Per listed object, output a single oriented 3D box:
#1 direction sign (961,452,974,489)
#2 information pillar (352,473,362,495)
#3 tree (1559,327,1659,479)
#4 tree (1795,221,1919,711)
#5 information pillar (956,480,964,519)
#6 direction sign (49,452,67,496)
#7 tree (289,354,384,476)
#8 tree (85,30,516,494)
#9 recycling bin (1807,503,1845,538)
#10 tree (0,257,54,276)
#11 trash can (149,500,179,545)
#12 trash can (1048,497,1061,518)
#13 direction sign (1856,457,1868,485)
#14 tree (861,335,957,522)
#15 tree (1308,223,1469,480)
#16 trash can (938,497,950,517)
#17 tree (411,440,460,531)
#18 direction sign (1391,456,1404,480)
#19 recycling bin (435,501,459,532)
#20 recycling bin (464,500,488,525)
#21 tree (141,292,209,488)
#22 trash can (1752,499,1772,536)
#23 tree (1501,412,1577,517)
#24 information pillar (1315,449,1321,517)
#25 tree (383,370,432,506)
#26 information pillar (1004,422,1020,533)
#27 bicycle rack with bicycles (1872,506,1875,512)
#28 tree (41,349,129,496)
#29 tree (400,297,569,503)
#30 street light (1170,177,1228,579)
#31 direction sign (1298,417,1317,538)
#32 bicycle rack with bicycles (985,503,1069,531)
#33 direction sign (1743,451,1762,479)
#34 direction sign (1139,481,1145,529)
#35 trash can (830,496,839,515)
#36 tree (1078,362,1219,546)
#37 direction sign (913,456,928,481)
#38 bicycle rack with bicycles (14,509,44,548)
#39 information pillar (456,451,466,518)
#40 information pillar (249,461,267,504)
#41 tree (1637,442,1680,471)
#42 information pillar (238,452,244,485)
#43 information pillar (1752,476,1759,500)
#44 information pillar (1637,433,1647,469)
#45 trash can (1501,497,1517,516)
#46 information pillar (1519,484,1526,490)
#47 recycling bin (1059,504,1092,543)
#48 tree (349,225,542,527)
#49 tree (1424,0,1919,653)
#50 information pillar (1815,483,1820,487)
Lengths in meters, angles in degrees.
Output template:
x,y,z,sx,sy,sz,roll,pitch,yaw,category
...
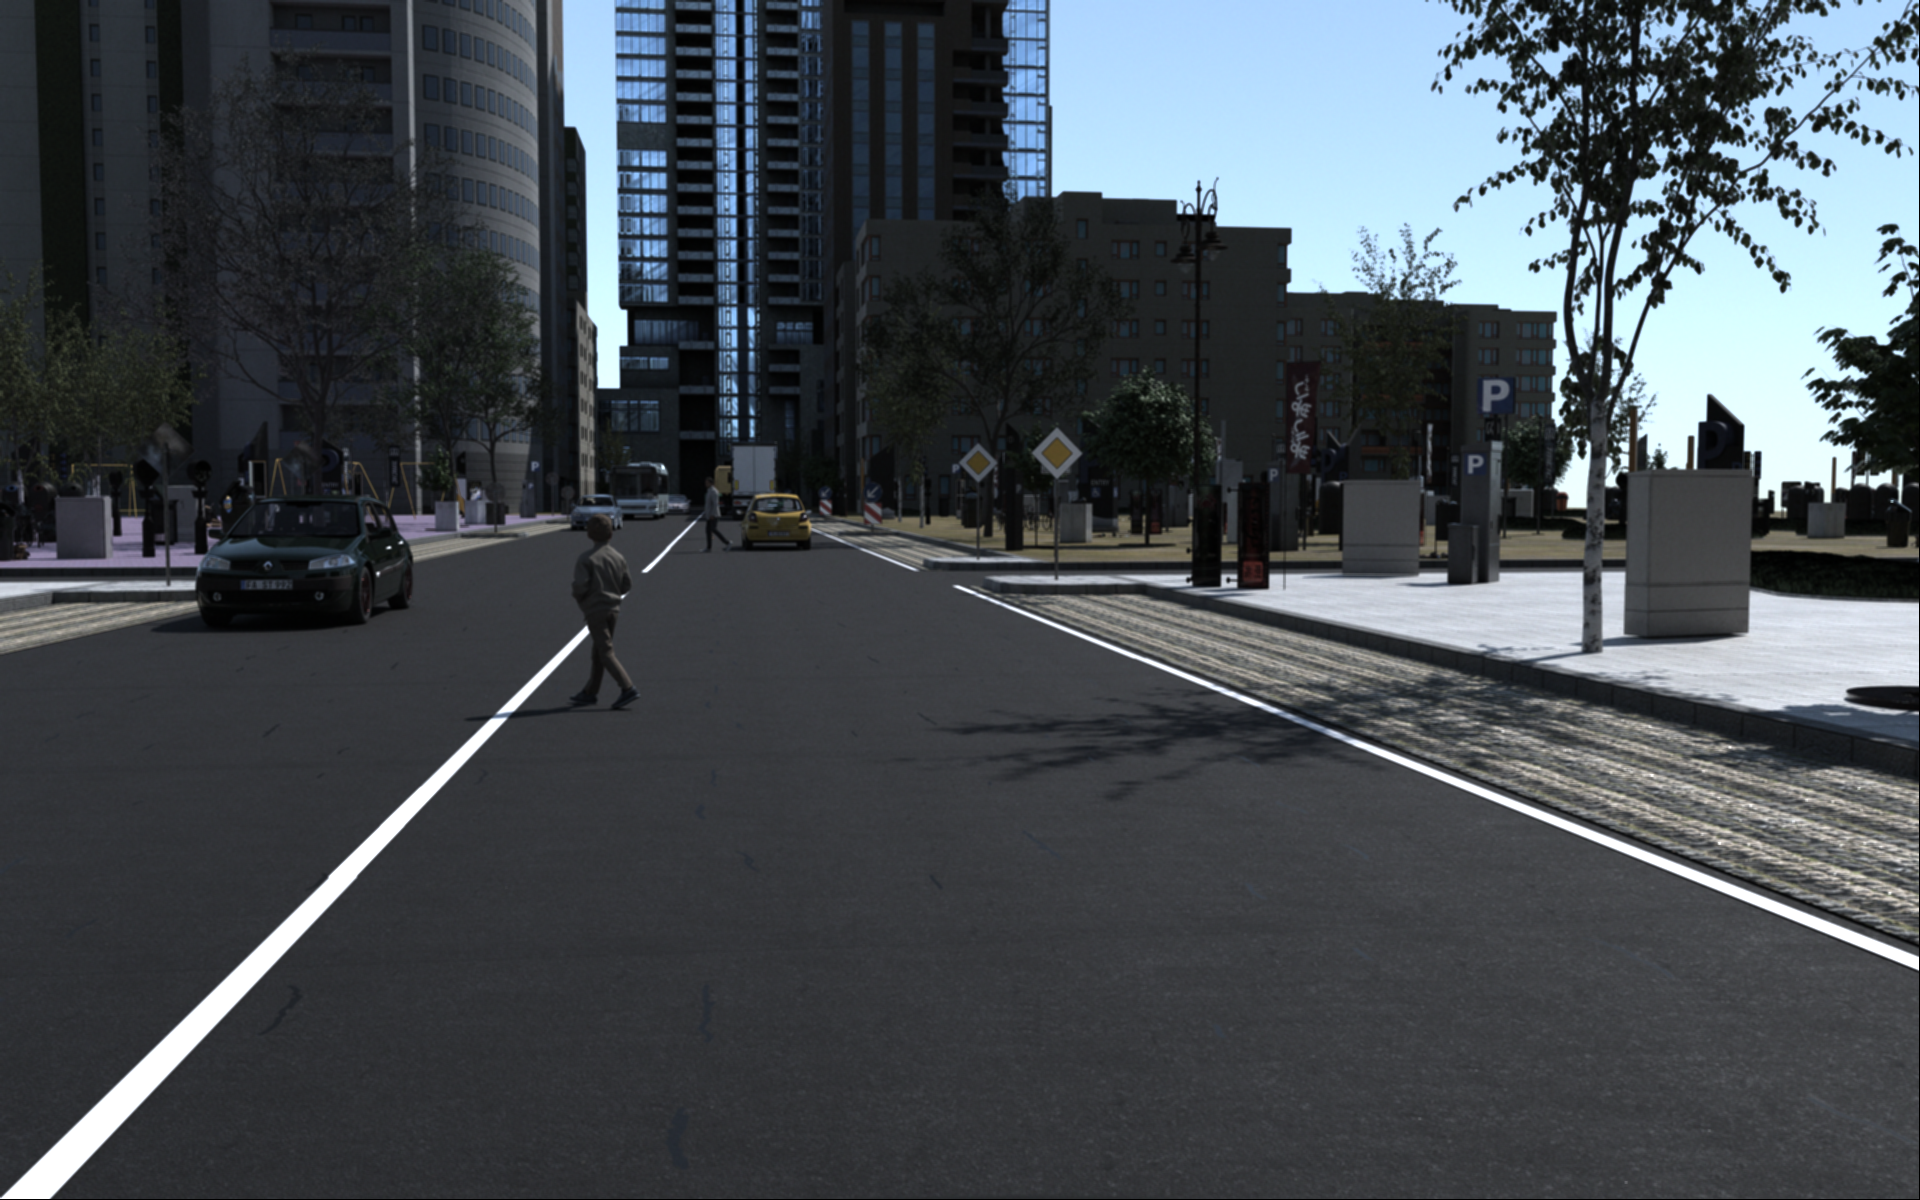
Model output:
x,y,z,sx,sy,sz,roll,pitch,yaw,category
0.408,-6.164,92.779,0.876,3.537,0.379,-3,5,-41,direction sign
-20.702,-3.365,59.517,0.304,2.012,0.304,-2,4,-24,information pillar
28.212,-7.682,75.962,4.737,8.622,4.395,0,3,0,tree
6.024,-0.982,10.654,1.663,3.219,1.824,0,3,0,tree
0.020,-5.140,88.529,0.304,2.012,0.304,2,4,32,information pillar
-48.082,-6.139,92.375,0.876,3.537,0.379,-1,4,-11,direction sign
-33.215,-8.568,90.449,4.360,8.622,3.978,0,3,0,tree
-17.175,-8.297,46.020,12.009,13.543,11.850,0,3,0,tree
25.269,-2.322,50.522,0.722,1.027,0.722,-1,4,-14,recycling bin
-28.840,-6.306,53.471,4.737,8.622,4.395,0,3,0,tree
-19.977,-1.946,43.463,0.748,1.137,0.748,0,3,0,trash can
5.002,-4.896,91.704,0.748,1.137,0.748,0,3,0,trash can
38.304,-4.962,73.124,0.876,3.537,0.379,3,4,38,direction sign
-2.559,-7.903,79.570,4.360,8.622,3.978,0,3,0,tree
11.602,-5.870,46.339,4.737,8.622,4.395,0,3,0,tree
-0.894,-5.261,97.667,0.748,1.137,0.748,0,3,0,trash can
-18.342,-4.080,61.306,1.663,3.219,1.824,0,3,0,tree
25.792,-6.738,102.158,0.379,3.537,0.876,-3,4,-37,direction sign
-17.619,-2.872,59.516,0.722,1.027,0.722,-1,4,-9,recycling bin
-20.345,-3.689,72.875,0.722,1.027,0.722,2,4,28,recycling bin
-29.179,-6.840,62.192,4.737,8.622,4.395,0,3,0,tree
24.636,-2.554,53.407,0.748,1.137,0.748,0,3,0,trash can
23.152,-5.268,69.840,4.285,4.588,4.351,0,3,0,tree
18.224,-5.886,87.588,0.504,3.616,0.183,1,4,20,information pillar
-32.309,-9.027,97.953,4.360,8.622,3.978,0,3,0,tree
1.713,-3.989,56.575,0.504,3.616,0.183,-1,4,-20,information pillar
50.327,-5.113,96.977,2.852,0.926,2.925,-1,4,-15,bicycle rack with bicycles
-43.548,-8.339,86.705,4.360,8.622,3.978,0,3,0,tree
-20.580,-8.634,75.573,7.601,10.594,8.767,0,4,-4,tree
3.517,-3.235,25.677,0.468,5.910,1.993,0,4,-8,street light
10.063,-3.610,51.014,0.876,3.537,0.379,1,4,20,direction sign
2.118,-2.922,61.153,2.852,0.926,2.925,-1,4,-20,bicycle rack with bicycles
41.788,-6.080,91.403,0.876,3.537,0.379,0,4,8,direction sign
6.705,-4.427,64.373,0.876,3.537,0.379,3,5,45,direction sign
-7.624,-5.774,106.052,0.748,1.137,0.748,0,3,0,trash can
4.724,-3.626,43.005,4.285,4.588,4.351,0,3,0,tree
-2.350,-6.792,103.045,0.876,3.537,0.379,-1,4,-17,direction sign
-23.207,-1.722,41.532,2.852,0.926,2.925,-2,4,-24,bicycle rack with bicycles
-26.596,-6.182,92.429,0.504,3.616,0.183,-2,4,-25,information pillar
-15.617,-2.083,38.545,0.304,2.012,0.304,-2,4,-34,information pillar
26.163,-4.296,64.843,1.663,3.219,1.824,0,3,0,tree
-36.908,-5.987,89.242,0.504,3.616,0.183,-2,4,-24,information pillar
32.988,-4.132,72.048,0.304,2.012,0.304,-1,4,-17,information pillar
26.255,-4.617,66.842,0.504,3.616,0.183,0,4,0,information pillar
25.214,-4.154,79.570,0.748,1.137,0.748,0,3,0,trash can
35.725,-7.254,109.956,0.504,3.616,0.183,1,4,16,information pillar
3.057,-2.026,45.678,0.722,1.027,0.722,1,4,19,recycling bin
-19.911,-8.651,67.194,9.928,11.665,9.643,0,3,0,tree
5.373,-3.882,13.841,4.360,8.622,3.978,0,3,0,tree
54.959,-6.522,111.128,0.304,2.012,0.304,1,4,9,information pillar
